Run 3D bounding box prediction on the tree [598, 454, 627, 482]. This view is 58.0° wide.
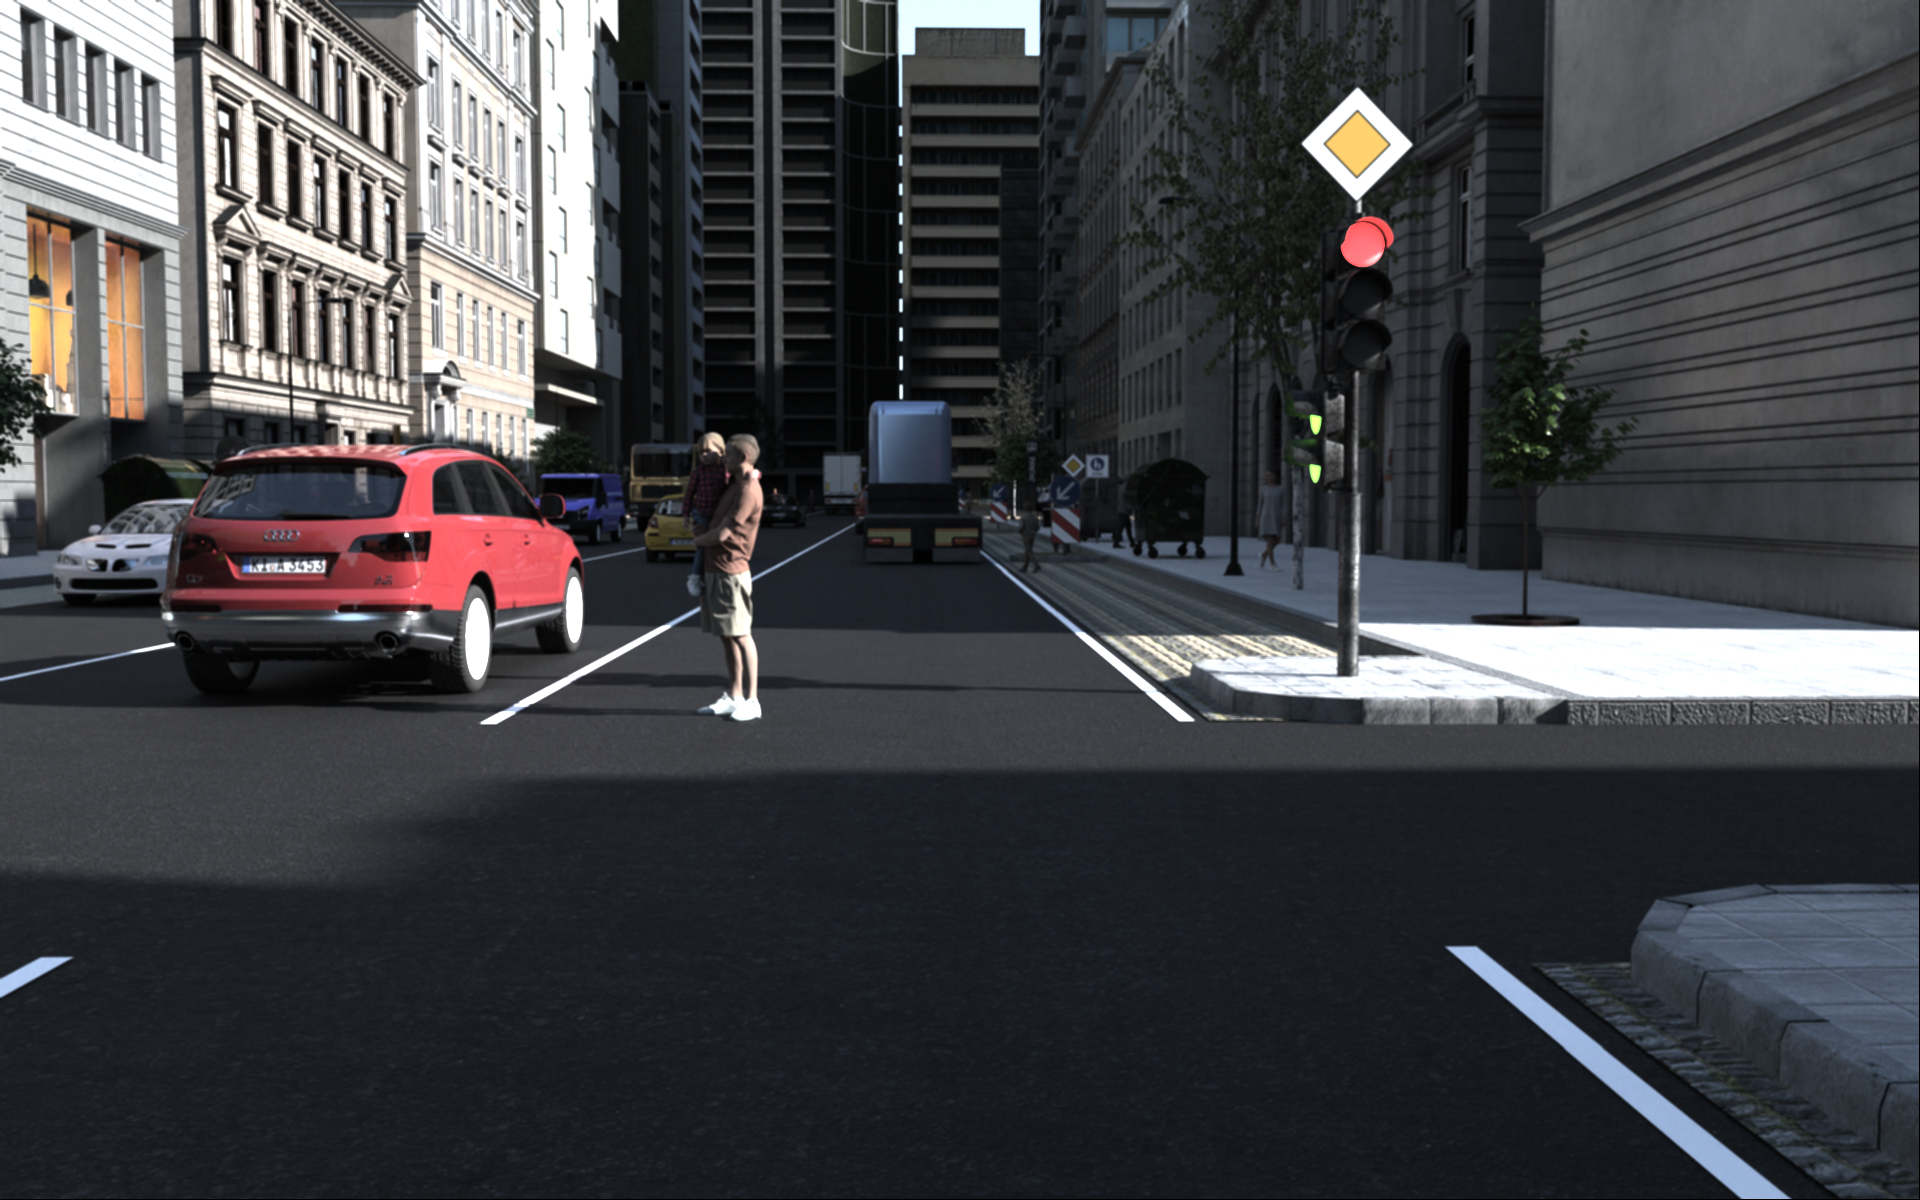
[{"bbox_3d":[-17.276,-5.490,84.358,1.663,3.219,1.824,0,3,0],"label":"tree"}]

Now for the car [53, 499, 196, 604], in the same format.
[{"bbox_3d":[-10.843,-0.723,24.177,2.083,1.381,4.827,0,4,-3],"label":"car"}]

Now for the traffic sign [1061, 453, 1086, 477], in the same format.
[{"bbox_3d":[3.688,-3.446,56.078,0.795,2.593,0.064,0,4,7],"label":"traffic sign"}]

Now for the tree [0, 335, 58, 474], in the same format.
[{"bbox_3d":[-16.068,-2.660,27.207,4.285,4.588,4.351,0,3,0],"label":"tree"}]

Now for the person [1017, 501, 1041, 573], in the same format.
[{"bbox_3d":[1.234,-1.137,31.357,0.640,1.303,0.475,3,5,43],"label":"person"}]

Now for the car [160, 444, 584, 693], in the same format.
[{"bbox_3d":[-4.482,-0.326,14.011,2.281,1.827,5.304,0,3,0],"label":"car"}]

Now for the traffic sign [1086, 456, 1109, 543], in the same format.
[{"bbox_3d":[3.575,-2.630,45.127,0.606,2.300,0.079,0,4,1],"label":"traffic sign"}]

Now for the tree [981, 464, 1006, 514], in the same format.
[{"bbox_3d":[2.205,-7.049,109.854,1.663,3.219,1.824,0,3,0],"label":"tree"}]

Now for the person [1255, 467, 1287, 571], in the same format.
[{"bbox_3d":[5.178,-1.358,28.991,0.466,1.731,0.760,-2,4,-24],"label":"person"}]

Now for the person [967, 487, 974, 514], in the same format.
[{"bbox_3d":[0.585,-5.787,103.122,0.705,1.824,1.348,-1,4,-11],"label":"person"}]

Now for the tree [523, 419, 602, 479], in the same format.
[{"bbox_3d":[-17.471,-5.658,76.216,4.285,4.588,4.351,0,3,0],"label":"tree"}]

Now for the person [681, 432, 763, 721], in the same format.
[{"bbox_3d":[-1.503,-0.165,11.167,0.580,1.828,0.573,1,4,17],"label":"person"}]

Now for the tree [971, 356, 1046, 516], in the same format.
[{"bbox_3d":[2.790,-8.677,92.233,4.360,8.622,3.978,0,3,0],"label":"tree"}]

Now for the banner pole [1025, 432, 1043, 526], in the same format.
[{"bbox_3d":[3.064,-4.887,69.915,0.863,3.779,0.401,1,4,12],"label":"banner pole"}]

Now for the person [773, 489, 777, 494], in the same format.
[{"bbox_3d":[-10.418,-5.380,97.185,1.217,1.743,0.721,1,4,13],"label":"person"}]

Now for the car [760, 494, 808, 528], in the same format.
[{"bbox_3d":[-7.641,-3.982,74.885,2.009,1.686,4.222,0,4,0],"label":"car"}]

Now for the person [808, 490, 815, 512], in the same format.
[{"bbox_3d":[-11.572,-7.672,134.496,0.434,1.755,0.990,2,4,32],"label":"person"}]

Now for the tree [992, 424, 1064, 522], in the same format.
[{"bbox_3d":[3.188,-5.970,81.317,4.285,4.588,4.351,0,3,0],"label":"tree"}]

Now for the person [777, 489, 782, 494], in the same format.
[{"bbox_3d":[-10.452,-5.639,101.411,0.721,1.735,1.217,-1,4,-10],"label":"person"}]

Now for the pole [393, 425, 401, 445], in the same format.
[{"bbox_3d":[-16.657,-3.515,51.313,0.158,3.312,0.155,0,3,0],"label":"pole"}]

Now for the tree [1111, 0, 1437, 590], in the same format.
[{"bbox_3d":[4.364,-4.435,22.879,4.737,8.622,4.395,0,3,0],"label":"tree"}]

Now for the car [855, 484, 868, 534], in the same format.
[{"bbox_3d":[-2.725,-3.337,63.229,2.281,1.827,5.304,0,4,0],"label":"car"}]

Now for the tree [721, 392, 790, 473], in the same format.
[{"bbox_3d":[-18.980,-13.647,157.540,7.601,10.594,8.767,0,4,6],"label":"tree"}]

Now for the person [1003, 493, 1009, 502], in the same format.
[{"bbox_3d":[3.413,-7.759,132.888,0.705,1.826,1.348,-3,4,-36],"label":"person"}]

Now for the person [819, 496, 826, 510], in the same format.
[{"bbox_3d":[-11.852,-8.784,152.832,1.217,1.743,0.721,1,4,18],"label":"person"}]

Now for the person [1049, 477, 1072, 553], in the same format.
[{"bbox_3d":[2.455,-2.024,41.392,0.655,1.846,0.447,-2,4,-23],"label":"person"}]

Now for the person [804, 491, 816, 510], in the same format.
[{"bbox_3d":[-13.334,-8.838,153.725,1.217,1.735,0.721,2,4,33],"label":"person"}]

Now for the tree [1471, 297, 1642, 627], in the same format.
[{"bbox_3d":[5.540,-1.375,17.077,1.663,3.219,1.824,0,3,0],"label":"tree"}]

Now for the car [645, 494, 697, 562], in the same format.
[{"bbox_3d":[-5.784,-1.690,37.854,2.015,1.641,3.980,0,4,-1],"label":"car"}]

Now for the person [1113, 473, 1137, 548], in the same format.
[{"bbox_3d":[3.999,-2.122,41.141,0.834,1.777,0.661,-2,4,-24],"label":"person"}]

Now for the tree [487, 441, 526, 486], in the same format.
[{"bbox_3d":[-16.805,-4.210,63.437,1.663,3.219,1.824,0,3,0],"label":"tree"}]

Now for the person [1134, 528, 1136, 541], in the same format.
[{"bbox_3d":[5.024,-2.513,47.385,0.529,1.795,0.600,2,4,30],"label":"person"}]

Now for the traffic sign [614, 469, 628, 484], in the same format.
[{"bbox_3d":[-16.985,-5.288,86.564,0.768,2.556,0.104,0,4,-1],"label":"traffic sign"}]

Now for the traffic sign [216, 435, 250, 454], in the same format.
[{"bbox_3d":[-15.712,-2.286,37.481,0.768,2.556,0.104,0,4,1],"label":"traffic sign"}]

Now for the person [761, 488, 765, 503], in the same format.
[{"bbox_3d":[-9.479,-4.454,81.715,0.661,1.777,0.834,3,5,44],"label":"person"}]
